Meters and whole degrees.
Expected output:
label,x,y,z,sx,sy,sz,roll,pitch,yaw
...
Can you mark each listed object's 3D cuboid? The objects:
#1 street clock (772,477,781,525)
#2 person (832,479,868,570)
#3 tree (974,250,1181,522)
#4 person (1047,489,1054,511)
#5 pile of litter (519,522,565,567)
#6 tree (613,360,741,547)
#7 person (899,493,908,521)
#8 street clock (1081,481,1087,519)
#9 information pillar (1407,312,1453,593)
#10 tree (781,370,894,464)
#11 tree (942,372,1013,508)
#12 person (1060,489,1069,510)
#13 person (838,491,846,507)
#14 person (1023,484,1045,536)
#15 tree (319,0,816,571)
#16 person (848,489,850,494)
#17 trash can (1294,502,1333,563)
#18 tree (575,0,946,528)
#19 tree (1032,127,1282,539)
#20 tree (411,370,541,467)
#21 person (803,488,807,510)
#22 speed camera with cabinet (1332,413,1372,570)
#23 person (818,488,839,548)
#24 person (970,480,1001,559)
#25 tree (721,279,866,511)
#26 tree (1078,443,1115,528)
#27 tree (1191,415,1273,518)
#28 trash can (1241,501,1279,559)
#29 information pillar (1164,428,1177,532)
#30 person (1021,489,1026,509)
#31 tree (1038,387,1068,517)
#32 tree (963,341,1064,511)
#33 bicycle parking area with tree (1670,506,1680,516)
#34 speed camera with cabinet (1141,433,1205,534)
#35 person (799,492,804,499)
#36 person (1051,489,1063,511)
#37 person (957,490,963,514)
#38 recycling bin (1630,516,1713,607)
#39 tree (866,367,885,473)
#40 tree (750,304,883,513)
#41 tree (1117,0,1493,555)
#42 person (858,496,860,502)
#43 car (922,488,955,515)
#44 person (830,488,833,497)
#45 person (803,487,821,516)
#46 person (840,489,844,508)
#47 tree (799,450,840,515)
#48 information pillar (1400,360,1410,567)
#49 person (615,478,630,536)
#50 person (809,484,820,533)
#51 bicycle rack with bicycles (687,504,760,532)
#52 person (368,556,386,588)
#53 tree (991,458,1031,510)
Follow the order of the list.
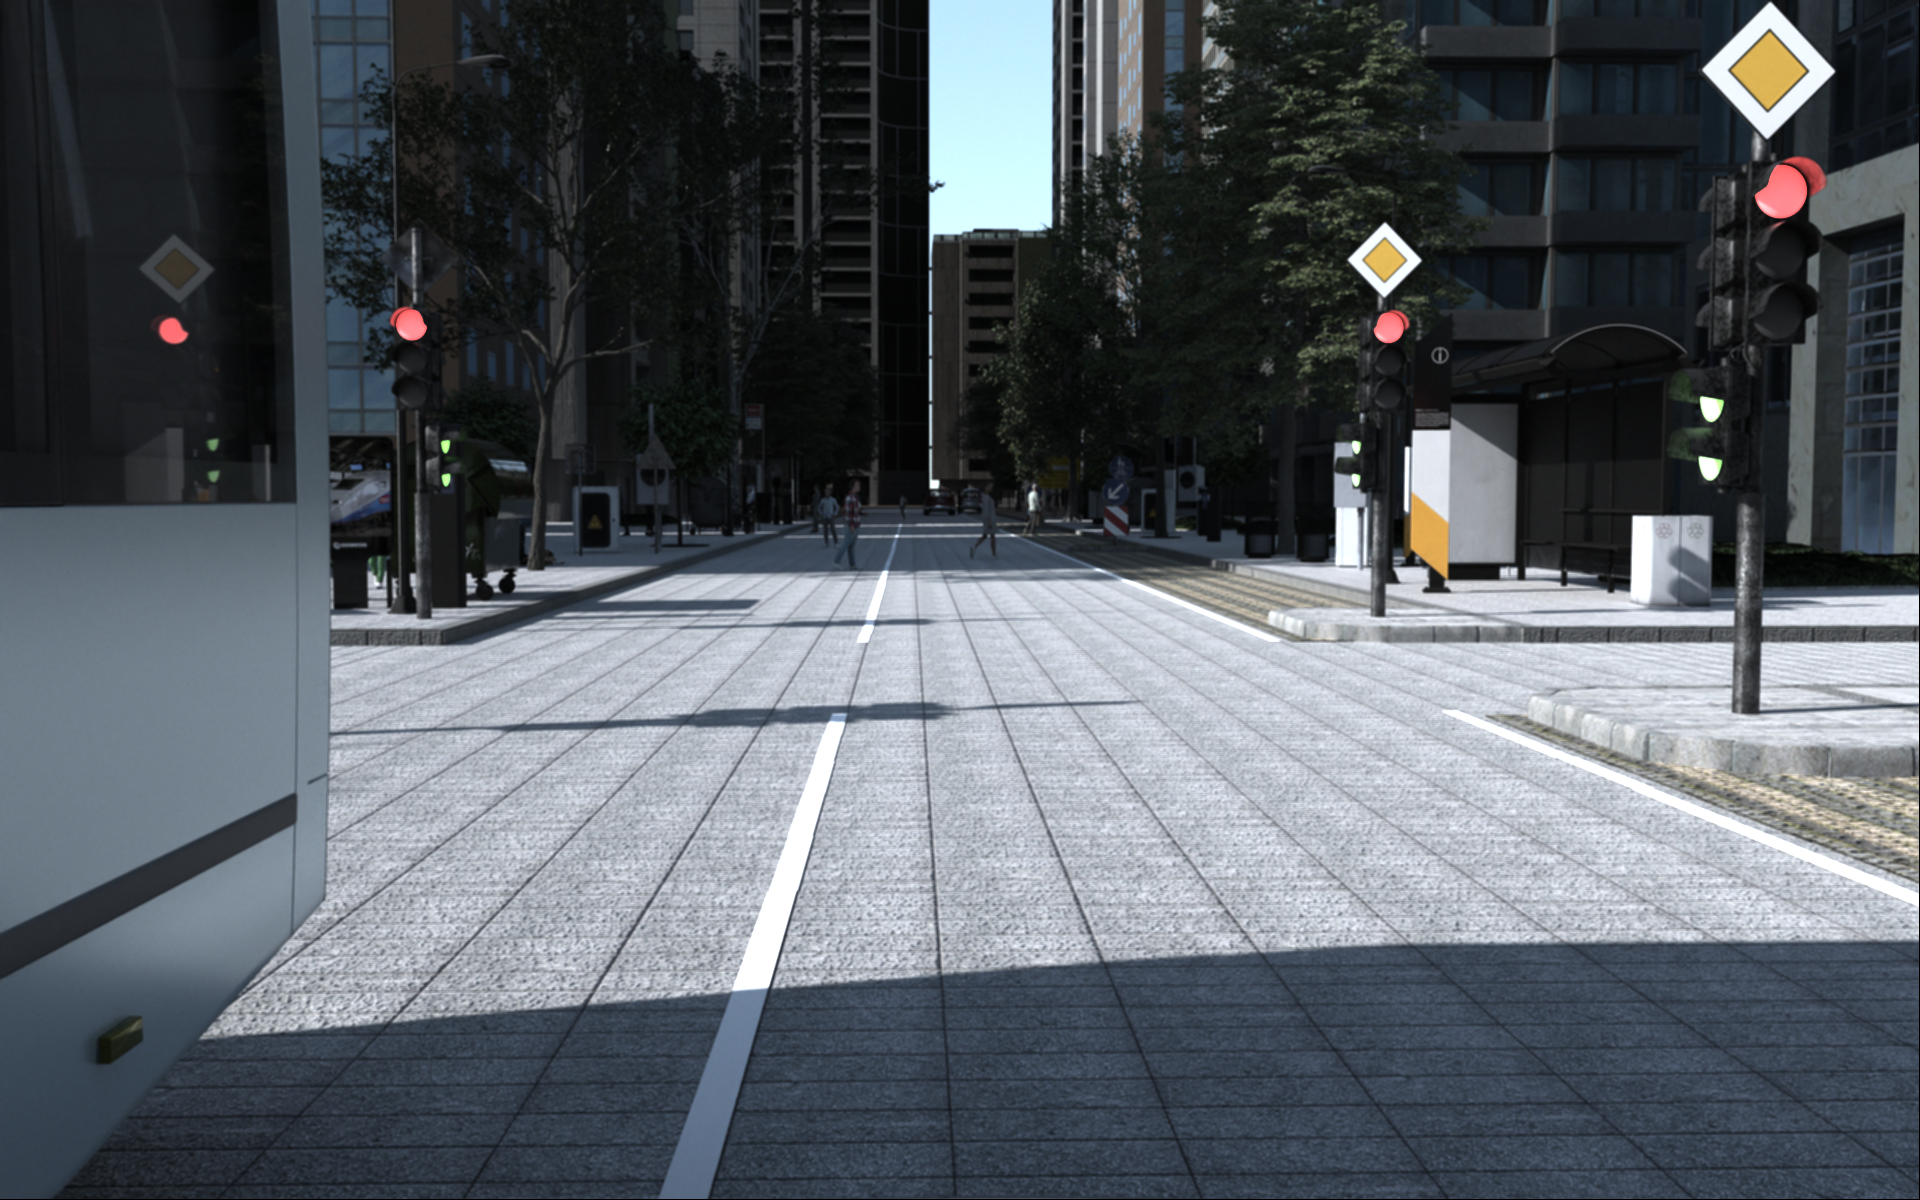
label,x,y,z,sx,sy,sz,roll,pitch,yaw
street clock,-7.628,-4.128,72.060,0.358,2.002,0.471,1,4,10
person,-2.075,-1.429,32.702,0.643,1.720,0.563,0,4,5
tree,5.292,-10.019,80.824,9.611,12.733,9.660,0,3,0
person,6.750,-7.564,129.576,0.599,1.838,0.709,-3,5,-41
pile of litter,-7.787,-1.046,31.070,1.176,0.858,1.719,3,5,41
tree,-6.890,-3.599,42.551,4.285,4.588,4.351,0,3,0
person,-3.055,-5.014,93.082,0.503,1.515,0.523,2,4,26
street clock,6.382,-5.102,87.987,0.471,2.002,0.358,-2,4,-31
information pillar,6.121,-1.902,22.444,0.504,3.616,0.183,1,4,10
tree,-10.609,-14.304,144.245,12.009,13.543,11.850,0,3,0
tree,3.449,-15.270,160.026,12.009,13.543,11.850,0,3,0
person,8.600,-8.055,137.697,1.348,1.831,0.705,0,4,-3
person,-11.807,-10.101,173.666,1.348,1.822,0.705,3,5,43
person,2.547,-3.072,59.219,0.515,1.767,0.782,-2,4,-30
tree,-6.897,-5.758,28.550,7.601,10.594,8.767,3,5,43
person,-10.905,-9.991,169.411,0.705,1.822,1.348,0,4,-6
trash can,6.646,-1.281,32.599,0.748,1.137,0.748,0,3,0
tree,-7.258,-12.730,64.017,12.611,20.169,13.585,0,3,0
tree,5.696,-7.610,50.180,9.928,11.665,9.643,0,3,0
tree,-12.819,-3.818,46.140,4.285,4.588,4.351,0,3,0
person,-12.638,-8.191,140.690,0.721,1.735,1.217,0,4,3
speed camera with cabinet,6.821,-2.186,30.081,0.660,3.252,2.038,1,4,15
person,-3.527,-2.206,46.381,0.589,1.601,0.330,1,4,17
person,0.584,-1.752,37.900,0.760,1.731,0.466,-3,4,-37
tree,-9.123,-10.623,91.809,7.486,12.596,7.792,0,3,0
tree,5.301,-4.312,65.106,1.663,3.219,1.824,0,3,0
tree,11.077,-5.329,70.838,4.285,4.588,4.351,0,3,0
trash can,6.002,-1.406,34.640,0.748,1.137,0.748,0,3,0
information pillar,7.145,-4.125,58.797,0.183,3.616,0.504,-3,4,-38
person,5.473,-8.816,150.873,1.217,1.739,0.721,0,4,5
tree,4.865,-8.978,97.159,4.737,8.622,4.395,0,3,0
tree,3.925,-12.863,128.431,7.486,12.596,7.792,0,3,0
bicycle parking area with tree,22.619,-4.056,53.324,9.016,4.147,8.231,0,4,2
speed camera with cabinet,6.840,-3.755,55.724,2.038,3.252,0.660,3,4,37
person,-11.740,-7.201,123.795,1.348,1.821,0.705,-2,4,-32
person,7.469,-7.816,134.569,1.217,1.736,0.721,-2,4,-27
person,0.039,-6.992,123.535,0.721,1.735,1.217,1,4,14
recycling bin,8.248,-0.461,20.094,0.722,1.027,0.722,0,4,7
tree,-9.197,-12.956,129.949,7.486,12.596,7.792,0,3,0
tree,-9.592,-12.843,116.631,9.857,13.997,8.962,0,3,0
tree,7.342,-7.232,36.368,7.486,12.596,7.792,0,3,0
person,-5.835,-5.224,94.614,0.721,1.736,1.217,-3,5,-42
car,-1.424,-6.678,117.857,2.281,1.827,5.304,0,4,-3
person,-9.194,-7.023,121.606,0.721,1.736,1.217,-2,4,-23
person,-8.781,-5.886,103.100,1.217,1.723,0.721,-2,4,-33
person,-11.050,-9.388,160.356,0.721,1.723,1.217,0,4,0
tree,-9.162,-7.605,108.055,4.285,4.588,4.351,0,3,0
information pillar,8.029,-2.399,30.580,0.504,3.616,0.183,-3,4,-38
person,-10.523,-2.857,53.160,0.834,1.777,0.661,-2,4,-33
person,-5.405,-3.366,63.813,0.573,1.790,0.520,-2,4,-33
bicycle rack with bicycles,-7.957,-2.833,59.704,2.852,0.926,2.925,2,4,28
person,-7.966,-0.822,23.726,0.306,1.304,0.590,-1,4,-15
tree,4.081,-9.630,141.167,4.285,4.588,4.351,0,3,0
